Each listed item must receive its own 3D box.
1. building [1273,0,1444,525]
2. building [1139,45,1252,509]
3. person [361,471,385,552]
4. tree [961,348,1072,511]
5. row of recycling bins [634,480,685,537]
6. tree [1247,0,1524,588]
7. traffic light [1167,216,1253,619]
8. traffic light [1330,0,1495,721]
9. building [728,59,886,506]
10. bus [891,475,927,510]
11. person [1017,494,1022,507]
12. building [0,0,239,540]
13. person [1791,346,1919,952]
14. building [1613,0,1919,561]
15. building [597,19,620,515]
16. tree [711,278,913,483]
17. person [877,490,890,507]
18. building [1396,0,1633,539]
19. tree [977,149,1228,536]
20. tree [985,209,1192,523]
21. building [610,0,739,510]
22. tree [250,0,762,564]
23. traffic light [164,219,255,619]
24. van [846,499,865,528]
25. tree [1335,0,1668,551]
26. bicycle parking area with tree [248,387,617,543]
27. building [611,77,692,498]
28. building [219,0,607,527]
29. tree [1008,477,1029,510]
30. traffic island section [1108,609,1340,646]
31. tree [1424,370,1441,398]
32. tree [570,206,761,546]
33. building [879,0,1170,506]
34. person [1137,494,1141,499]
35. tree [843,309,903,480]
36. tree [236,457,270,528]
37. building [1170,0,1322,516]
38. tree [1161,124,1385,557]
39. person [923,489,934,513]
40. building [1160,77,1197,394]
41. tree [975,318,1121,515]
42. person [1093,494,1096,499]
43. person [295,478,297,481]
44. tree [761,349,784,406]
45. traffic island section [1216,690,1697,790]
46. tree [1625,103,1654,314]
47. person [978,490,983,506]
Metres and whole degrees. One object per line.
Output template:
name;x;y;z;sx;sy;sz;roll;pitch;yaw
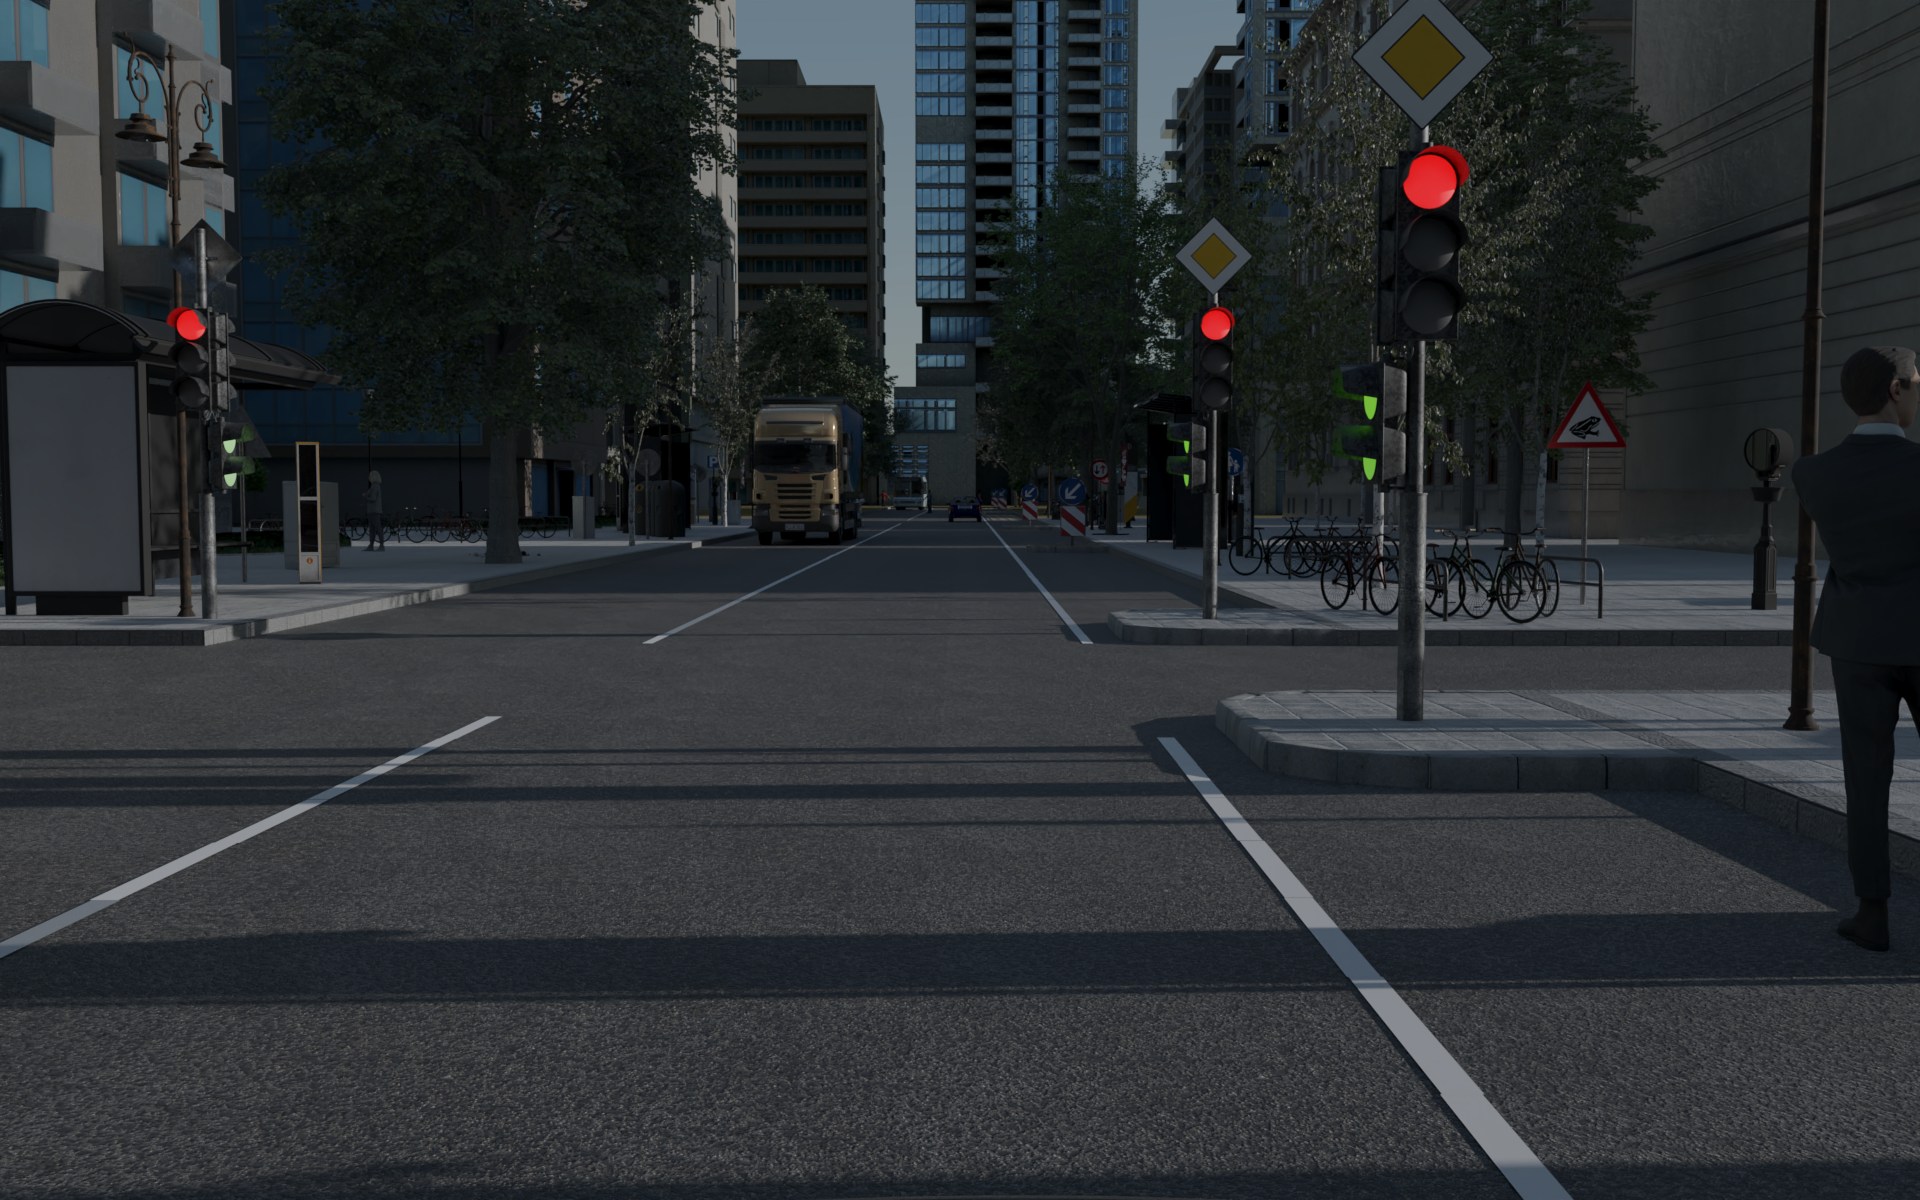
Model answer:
building;23.516;-17.959;81.020;14.401;28.519;23.554;0;3;0
building;31.911;-27.729;145.254;32.217;40.220;23.993;0;3;0
person;-13.119;-1.982;38.630;0.526;1.800;0.537;-1;4;-12
tree;5.625;-13.392;129.322;12.009;13.543;11.850;0;3;0
row of recycling bins;-9.142;-2.797;52.845;1.069;1.692;3.534;-2;4;-23
tree;5.873;-4.455;23.203;4.360;8.622;3.978;0;3;0
traffic light;2.553;-1.761;17.714;0.839;4.253;0.868;0;3;0
traffic light;2.538;-1.273;9.729;0.839;4.253;0.868;0;3;0
building;-19.569;-35.083;197.301;21.600;48.544;21.300;0;3;0
bus;-4.522;-9.996;158.293;2.948;3.499;13.247;0;4;1
person;5.927;-9.938;169.058;0.721;1.766;1.217;-2;4;-28
building;-33.359;-25.851;42.276;23.786;49.044;30.456;0;3;0
person;3.011;0.142;5.540;0.648;1.900;0.474;2;4;33
building;30.970;-12.403;36.081;30.059;22.955;16.112;0;3;0
building;-29.595;-40.601;102.073;20.563;71.187;20.611;0;3;0
tree;-8.531;-10.731;92.459;9.611;12.733;9.660;0;3;0
person;-7.757;-10.204;175.265;1.348;1.831;0.705;0;3;0
building;22.326;-13.590;58.351;11.583;22.565;21.152;0;3;0
tree;4.622;-7.828;53.751;9.928;11.665;9.643;0;3;0
tree;5.780;-10.441;77.370;9.857;13.997;8.962;0;3;0
building;-33.033;-33.846;142.622;27.495;52.752;28.713;0;3;0
tree;-8.563;-7.654;31.803;9.857;13.997;8.962;0;3;0
traffic light;-7.709;-1.761;17.718;0.839;4.253;0.868;0;3;0
van;-5.095;-4.133;74.584;2.013;2.044;4.112;0;4;-1
tree;12.023;-7.362;38.495;7.486;12.596;7.792;0;3;0
bicycle parking area with tree;-15.486;-3.794;49.033;9.016;4.147;8.231;2;4;24
building;-26.861;-21.342;120.637;14.160;30.474;14.107;0;3;0
building;-23.421;-25.843;72.643;14.600;45.320;14.200;0;3;0
tree;4.955;-9.032;142.276;1.663;3.219;1.824;0;3;0
traffic island section;2.593;0.272;17.828;2.009;0.180;2.903;0;3;0
tree;13.399;-6.484;56.384;4.737;8.622;4.395;0;3;0
tree;-7.977;-5.652;42.775;4.360;8.622;3.978;0;3;0
building;6.732;-54.060;196.550;31.000;86.520;22.319;0;3;0
person;13.768;-7.999;137.649;1.217;1.723;0.721;0;4;-5
tree;-8.729;-12.936;118.152;9.857;13.997;8.962;0;3;0
tree;-26.755;-4.351;65.741;1.663;3.219;1.824;0;3;0
building;27.042;-49.149;116.255;22.319;86.520;31.000;0;3;0
tree;5.891;-5.165;34.810;4.737;8.622;4.395;0;3;0
person;-2.294;-7.368;129.055;0.705;1.814;1.350;-3;4;-36
building;38.096;-35.416;198.658;30.456;49.044;23.786;0;3;0
tree;5.610;-11.555;105.933;9.611;12.733;9.660;0;3;0
person;10.650;-7.841;137.479;0.697;1.427;0.421;1;4;18
person;-23.339;-3.389;61.310;0.748;1.841;0.638;-1;4;-9
tree;-9.078;-7.205;68.166;4.360;8.622;3.978;0;3;0
traffic island section;2.578;0.761;9.843;2.009;0.180;2.903;0;3;0
tree;10.352;-4.927;30.914;4.360;8.622;3.978;0;3;0
person;1.485;-6.874;121.576;0.721;1.739;1.217;0;4;4
